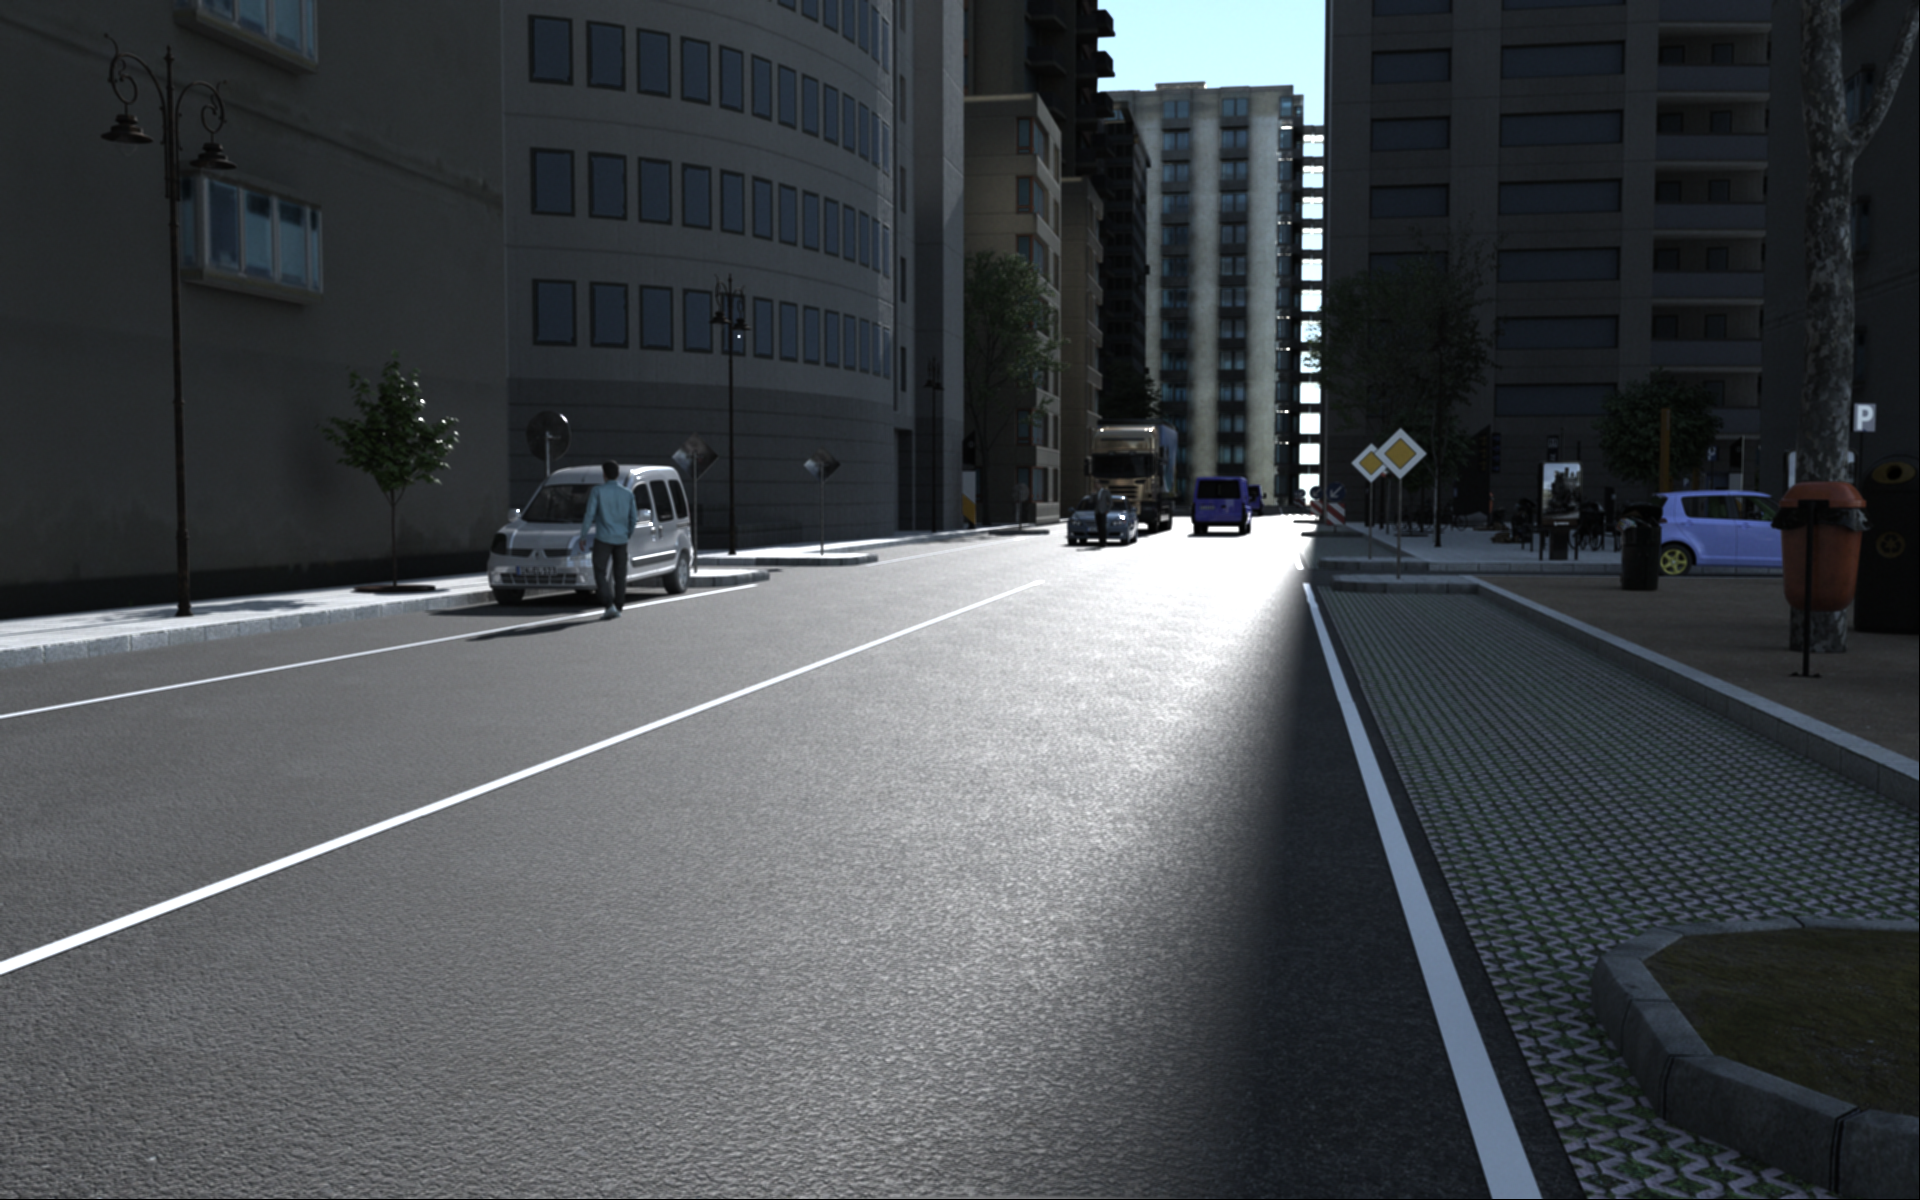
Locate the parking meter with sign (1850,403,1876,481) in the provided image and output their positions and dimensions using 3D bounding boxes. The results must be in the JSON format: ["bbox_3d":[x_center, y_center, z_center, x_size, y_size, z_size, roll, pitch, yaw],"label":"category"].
[{"bbox_3d":[17.086,-2.317,34.140,0.543,3.016,1.738,-1,4,-19],"label":"parking meter with sign"}]

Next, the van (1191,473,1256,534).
[{"bbox_3d":[9.648,-3.616,63.504,2.240,2.365,5.245,1,4,12],"label":"van"}]

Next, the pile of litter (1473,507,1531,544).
[{"bbox_3d":[14.444,-1.930,45.520,1.719,0.858,1.176,-3,5,-42],"label":"pile of litter"}]

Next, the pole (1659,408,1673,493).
[{"bbox_3d":[16.726,-2.893,41.136,0.158,3.312,0.155,0,3,0],"label":"pole"}]

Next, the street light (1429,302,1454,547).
[{"bbox_3d":[11.613,-4.227,41.906,0.468,5.910,1.993,1,4,10],"label":"street light"}]

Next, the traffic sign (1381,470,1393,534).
[{"bbox_3d":[13.622,-3.364,55.103,0.768,2.556,0.104,1,4,13],"label":"traffic sign"}]

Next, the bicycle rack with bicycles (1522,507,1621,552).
[{"bbox_3d":[13.918,-1.585,39.291,2.852,0.926,2.925,1,4,13],"label":"bicycle rack with bicycles"}]

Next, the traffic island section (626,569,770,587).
[{"bbox_3d":[-4.319,-0.359,28.154,2.009,0.180,2.903,1,4,10],"label":"traffic island section"}]

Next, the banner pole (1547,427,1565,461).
[{"bbox_3d":[22.269,-4.567,64.695,0.401,3.779,0.863,-3,4,-38],"label":"banner pole"}]

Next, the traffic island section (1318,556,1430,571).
[{"bbox_3d":[8.073,-0.718,34.016,2.009,0.180,2.903,1,4,10],"label":"traffic island section"}]

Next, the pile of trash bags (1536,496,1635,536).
[{"bbox_3d":[19.931,-2.758,54.841,3.447,1.369,1.912,3,5,42],"label":"pile of trash bags"}]

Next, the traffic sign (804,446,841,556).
[{"bbox_3d":[-2.864,-1.976,35.944,0.795,2.450,0.064,1,4,10],"label":"traffic sign"}]

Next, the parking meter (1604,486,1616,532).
[{"bbox_3d":[21.778,-3.035,58.040,0.372,1.533,0.369,0,3,0],"label":"parking meter"}]

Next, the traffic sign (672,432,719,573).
[{"bbox_3d":[-4.294,-1.495,28.088,0.795,2.450,0.064,1,4,10],"label":"traffic sign"}]

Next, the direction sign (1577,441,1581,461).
[{"bbox_3d":[26.476,-5.027,74.182,0.379,3.537,0.876,1,4,13],"label":"direction sign"}]

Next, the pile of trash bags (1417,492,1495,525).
[{"bbox_3d":[20.984,-3.878,73.153,1.912,1.369,3.447,-3,5,-42],"label":"pile of trash bags"}]

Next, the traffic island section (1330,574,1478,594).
[{"bbox_3d":[6.642,-0.237,26.160,2.009,0.180,2.903,1,4,10],"label":"traffic island section"}]

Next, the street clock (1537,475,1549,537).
[{"bbox_3d":[17.523,-2.890,51.823,0.471,2.002,0.358,0,3,0],"label":"street clock"}]

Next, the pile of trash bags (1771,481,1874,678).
[{"bbox_3d":[7.155,-0.100,11.384,3.447,1.369,1.912,3,5,42],"label":"pile of trash bags"}]

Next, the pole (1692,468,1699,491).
[{"bbox_3d":[22.286,-3.586,52.472,0.158,3.312,0.155,0,3,0],"label":"pole"}]

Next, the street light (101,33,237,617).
[{"bbox_3d":[-8.148,-2.766,18.018,0.468,5.910,1.993,1,4,10],"label":"street light"}]

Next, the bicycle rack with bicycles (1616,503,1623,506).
[{"bbox_3d":[28.000,-3.552,71.459,2.852,0.926,2.925,3,4,36],"label":"bicycle rack with bicycles"}]

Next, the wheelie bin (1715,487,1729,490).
[{"bbox_3d":[32.151,-3.977,72.925,0.980,1.594,0.693,0,4,-2],"label":"wheelie bin"}]

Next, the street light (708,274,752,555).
[{"bbox_3d":[-4.818,-3.895,36.474,0.468,5.910,1.993,1,4,10],"label":"street light"}]

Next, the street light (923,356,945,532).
[{"bbox_3d":[-0.869,-5.205,57.893,0.468,5.910,1.993,1,4,10],"label":"street light"}]

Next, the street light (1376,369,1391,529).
[{"bbox_3d":[15.642,-5.581,64.040,0.468,5.910,1.993,1,4,10],"label":"street light"}]

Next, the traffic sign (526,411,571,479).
[{"bbox_3d":[-6.318,-1.616,26.534,0.768,2.556,0.104,1,4,16],"label":"traffic sign"}]

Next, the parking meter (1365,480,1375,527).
[{"bbox_3d":[16.079,-3.806,67.944,0.255,1.863,0.399,-1,4,-14],"label":"parking meter"}]

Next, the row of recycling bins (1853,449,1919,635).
[{"bbox_3d":[9.198,-0.474,14.857,1.069,1.692,3.534,-1,4,-16],"label":"row of recycling bins"}]

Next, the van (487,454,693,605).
[{"bbox_3d":[-4.994,-1.021,23.712,2.013,2.044,4.112,1,4,9],"label":"van"}]

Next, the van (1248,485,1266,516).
[{"bbox_3d":[19.083,-6.738,114.552,2.240,2.365,5.245,1,4,11],"label":"van"}]

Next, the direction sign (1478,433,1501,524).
[{"bbox_3d":[19.599,-4.415,64.178,0.876,3.537,0.379,3,5,45],"label":"direction sign"}]

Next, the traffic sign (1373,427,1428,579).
[{"bbox_3d":[6.618,-1.373,26.087,0.795,2.450,0.064,1,4,10],"label":"traffic sign"}]

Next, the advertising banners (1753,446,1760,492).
[{"bbox_3d":[29.343,-4.058,62.541,2.074,3.025,0.090,-3,4,-37],"label":"advertising banners"}]

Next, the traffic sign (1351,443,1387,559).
[{"bbox_3d":[8.048,-1.853,33.944,0.795,2.450,0.064,1,4,10],"label":"traffic sign"}]

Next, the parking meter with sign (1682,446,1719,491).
[{"bbox_3d":[26.435,-4.049,62.469,1.738,3.016,0.543,-1,4,-17],"label":"parking meter with sign"}]

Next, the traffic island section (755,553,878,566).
[{"bbox_3d":[-2.888,-0.840,36.010,2.009,0.180,2.903,1,4,10],"label":"traffic island section"}]

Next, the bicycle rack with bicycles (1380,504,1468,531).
[{"bbox_3d":[16.165,-2.933,61.335,2.852,0.926,2.925,-1,4,-19],"label":"bicycle rack with bicycles"}]
